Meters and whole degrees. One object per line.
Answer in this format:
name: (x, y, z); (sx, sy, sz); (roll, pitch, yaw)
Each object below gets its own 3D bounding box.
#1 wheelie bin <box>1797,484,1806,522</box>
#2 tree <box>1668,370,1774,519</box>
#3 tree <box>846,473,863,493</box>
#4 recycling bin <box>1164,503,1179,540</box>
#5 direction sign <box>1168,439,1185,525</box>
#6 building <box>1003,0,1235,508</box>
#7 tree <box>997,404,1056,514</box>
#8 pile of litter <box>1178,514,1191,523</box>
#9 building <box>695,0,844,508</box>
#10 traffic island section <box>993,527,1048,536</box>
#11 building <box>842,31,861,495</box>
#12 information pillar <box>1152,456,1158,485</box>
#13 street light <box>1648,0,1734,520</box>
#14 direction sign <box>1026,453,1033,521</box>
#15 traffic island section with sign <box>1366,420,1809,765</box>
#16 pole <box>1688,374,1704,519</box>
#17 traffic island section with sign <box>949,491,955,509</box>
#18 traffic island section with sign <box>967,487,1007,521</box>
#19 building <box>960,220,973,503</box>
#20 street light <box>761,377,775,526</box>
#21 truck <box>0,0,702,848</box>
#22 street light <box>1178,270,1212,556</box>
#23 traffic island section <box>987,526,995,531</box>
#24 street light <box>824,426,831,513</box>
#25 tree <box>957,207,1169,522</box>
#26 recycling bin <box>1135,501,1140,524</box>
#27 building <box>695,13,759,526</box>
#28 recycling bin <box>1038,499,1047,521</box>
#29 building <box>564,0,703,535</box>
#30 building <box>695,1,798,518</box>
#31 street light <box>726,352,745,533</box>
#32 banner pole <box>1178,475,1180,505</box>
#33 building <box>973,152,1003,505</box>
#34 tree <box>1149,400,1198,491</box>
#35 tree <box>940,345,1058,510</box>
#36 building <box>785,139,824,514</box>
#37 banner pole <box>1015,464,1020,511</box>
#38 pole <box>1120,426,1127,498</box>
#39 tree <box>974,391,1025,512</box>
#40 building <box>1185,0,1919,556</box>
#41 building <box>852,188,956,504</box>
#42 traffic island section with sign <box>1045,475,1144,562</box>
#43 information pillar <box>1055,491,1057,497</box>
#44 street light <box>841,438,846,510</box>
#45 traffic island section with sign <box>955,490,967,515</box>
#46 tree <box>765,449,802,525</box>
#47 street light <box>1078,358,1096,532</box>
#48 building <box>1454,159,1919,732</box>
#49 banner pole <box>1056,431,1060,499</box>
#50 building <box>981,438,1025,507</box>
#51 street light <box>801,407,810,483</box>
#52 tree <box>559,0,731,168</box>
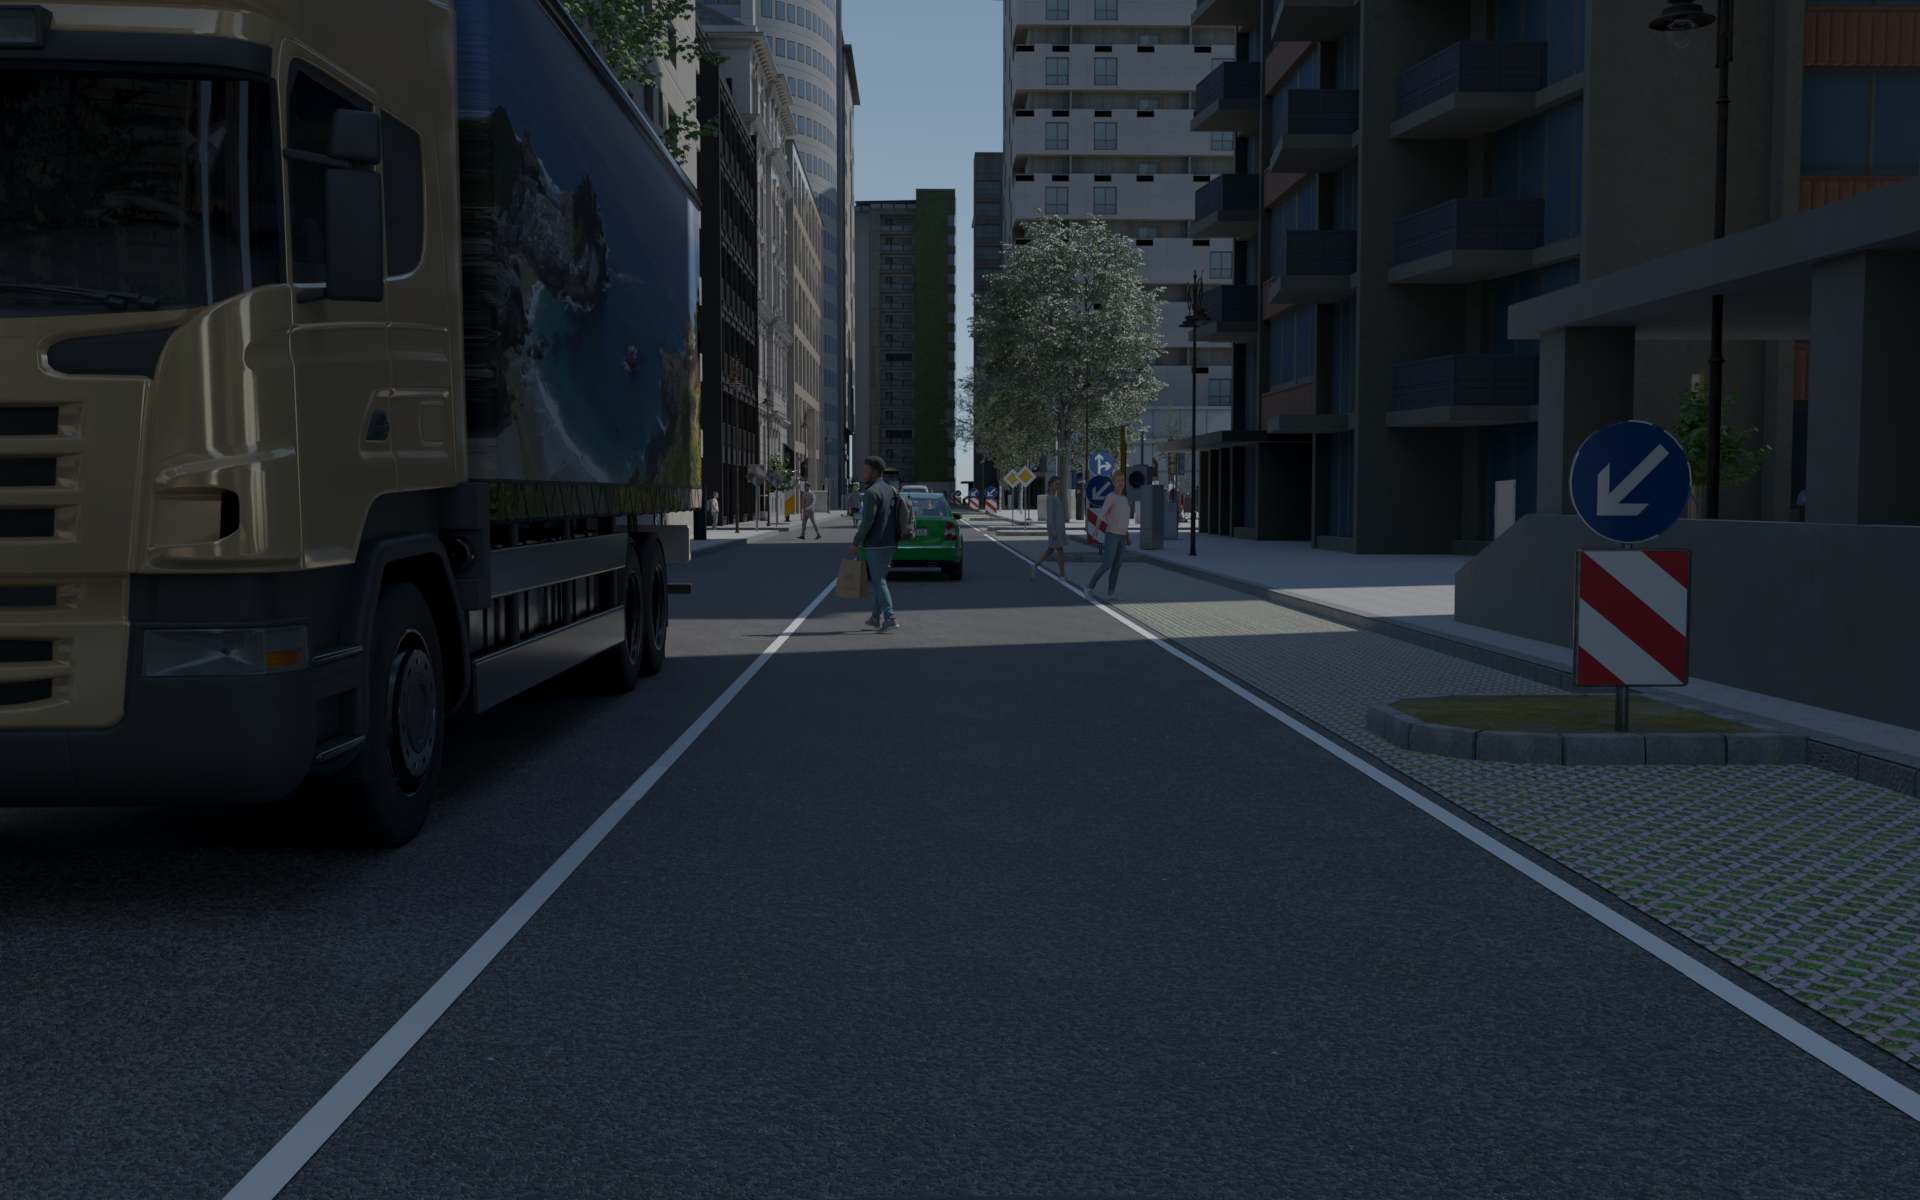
wheelie bin: (14.506, -1.296, 29.092); (0.980, 1.594, 0.693); (-1, 4, -16)
tree: (11.408, -1.973, 26.863); (1.663, 3.219, 1.824); (0, 3, 0)
tree: (-10.091, -10.318, 163.300); (1.663, 3.219, 1.824); (0, 3, 0)
recycling bin: (5.797, -2.227, 48.963); (0.722, 1.027, 0.722); (1, 4, 10)
direction sign: (8.949, -4.875, 71.702); (0.876, 3.537, 0.379); (-2, 4, -33)
building: (17.900, -34.789, 158.035); (28.713, 52.752, 27.495); (0, 4, -1)
tree: (4.011, -9.849, 111.392); (4.360, 8.622, 3.978); (0, 3, 0)
pile of litter: (9.447, -3.878, 77.363); (1.719, 0.858, 1.176); (2, 4, 35)
building: (-21.678, -37.529, 155.592); (21.231, 58.520, 28.212); (0, 4, -1)
traffic island section: (2.280, -2.306, 59.992); (2.009, 0.180, 2.903); (0, 4, -1)
building: (-25.794, -37.520, 202.687); (27.495, 52.752, 28.713); (0, 4, -1)
information pillar: (12.122, -7.110, 107.609); (0.183, 3.616, 0.504); (-3, 4, -37)
street light: (5.425, -2.422, 12.383); (0.468, 5.910, 1.993); (0, 4, -1)
direction sign: (3.337, -5.616, 83.822); (0.379, 3.537, 0.876); (1, 4, 18)
traffic island section with sign: (3.463, -0.087, 10.044); (1.989, 1.847, 2.006); (0, 4, -1)
pole: (12.535, -2.182, 29.516); (0.158, 3.312, 0.155); (0, 3, 0)
traffic island section with sign: (-0.296, -9.852, 169.701); (1.989, 1.847, 2.006); (0, 4, -1)
traffic island section with sign: (1.515, -5.136, 92.596); (1.989, 1.847, 2.006); (0, 4, -1)
building: (14.565, -35.703, 238.376); (28.867, 44.769, 22.147); (0, 4, -1)
street light: (-7.616, -5.870, 68.765); (0.468, 5.910, 1.993); (0, 4, -1)
truck: (-3.472, -1.313, 10.385); (2.839, 4.237, 11.283); (0, 4, -1)
street light: (4.846, -3.858, 35.863); (0.468, 5.910, 1.993); (0, 4, -1)
traffic island section: (2.092, -2.795, 67.975); (2.009, 0.180, 2.903); (0, 4, -1)
street light: (-8.781, -8.709, 115.186); (0.468, 5.910, 1.993); (0, 4, -1)
tree: (4.767, -10.492, 78.196); (9.857, 13.997, 8.962); (0, 3, 0)
recycling bin: (7.866, -3.726, 73.476); (0.722, 1.027, 0.722); (-1, 4, -13)
building: (-15.792, -15.068, 76.045); (12.332, 23.373, 15.834); (0, 4, -1)
recycling bin: (4.113, -4.285, 82.614); (0.722, 1.027, 0.722); (1, 4, 11)
building: (-22.658, -12.098, 42.843); (28.899, 21.520, 27.650); (0, 4, -1)
building: (-16.572, -18.847, 95.531); (14.401, 28.519, 23.554); (0, 4, -1)
street light: (-7.310, -5.129, 56.641); (0.468, 5.910, 1.993); (0, 4, -1)
banner pole: (13.773, -7.265, 108.802); (0.401, 3.779, 0.863); (1, 4, 17)
building: (8.576, -32.188, 209.876); (14.154, 41.232, 14.086); (0, 4, -1)
tree: (16.642, -11.194, 133.382); (4.360, 8.622, 3.978); (0, 3, 0)
tree: (3.344, -13.895, 137.556); (12.009, 13.543, 11.850); (0, 3, 0)
building: (-20.357, -19.585, 124.730); (19.350, 26.468, 34.151); (0, 4, -1)
banner pole: (4.310, -8.544, 129.718); (0.401, 3.779, 0.863); (-2, 4, -28)
pole: (4.906, -3.558, 52.019); (0.158, 3.312, 0.155); (0, 3, 0)
tree: (3.105, -10.577, 123.289); (4.737, 8.622, 4.395); (0, 3, 0)
building: (17.824, -23.808, 43.879); (22.147, 44.769, 28.867); (0, 4, -1)
building: (-7.617, -33.662, 233.960); (14.086, 41.232, 14.154); (0, 4, -1)
traffic island section with sign: (2.828, -1.735, 36.991); (1.989, 1.847, 2.006); (0, 4, -1)
information pillar: (4.969, -5.207, 89.627); (0.304, 2.012, 0.304); (3, 5, 44)
street light: (-9.266, -10.128, 138.382); (0.468, 5.910, 1.993); (0, 4, -1)
traffic island section with sign: (0.855, -6.824, 120.208); (1.989, 1.847, 2.006); (0, 4, -1)
tree: (-7.742, -4.802, 73.113); (1.663, 3.219, 1.824); (0, 3, 0)
street light: (4.331, -5.276, 59.057); (0.468, 5.910, 1.993); (0, 4, -1)
building: (21.258, -19.440, 9.723); (32.217, 40.220, 23.993); (0, 4, -1)
banner pole: (3.844, -4.793, 68.379); (0.401, 3.779, 0.863); (1, 4, 12)
building: (13.958, -53.422, 186.113); (22.319, 86.520, 31.000); (0, 4, -1)
street light: (-8.198, -7.289, 91.958); (0.468, 5.910, 1.993); (0, 4, -1)
tree: (-6.581, -5.813, 20.806); (9.928, 11.665, 9.643); (0, 3, 0)
